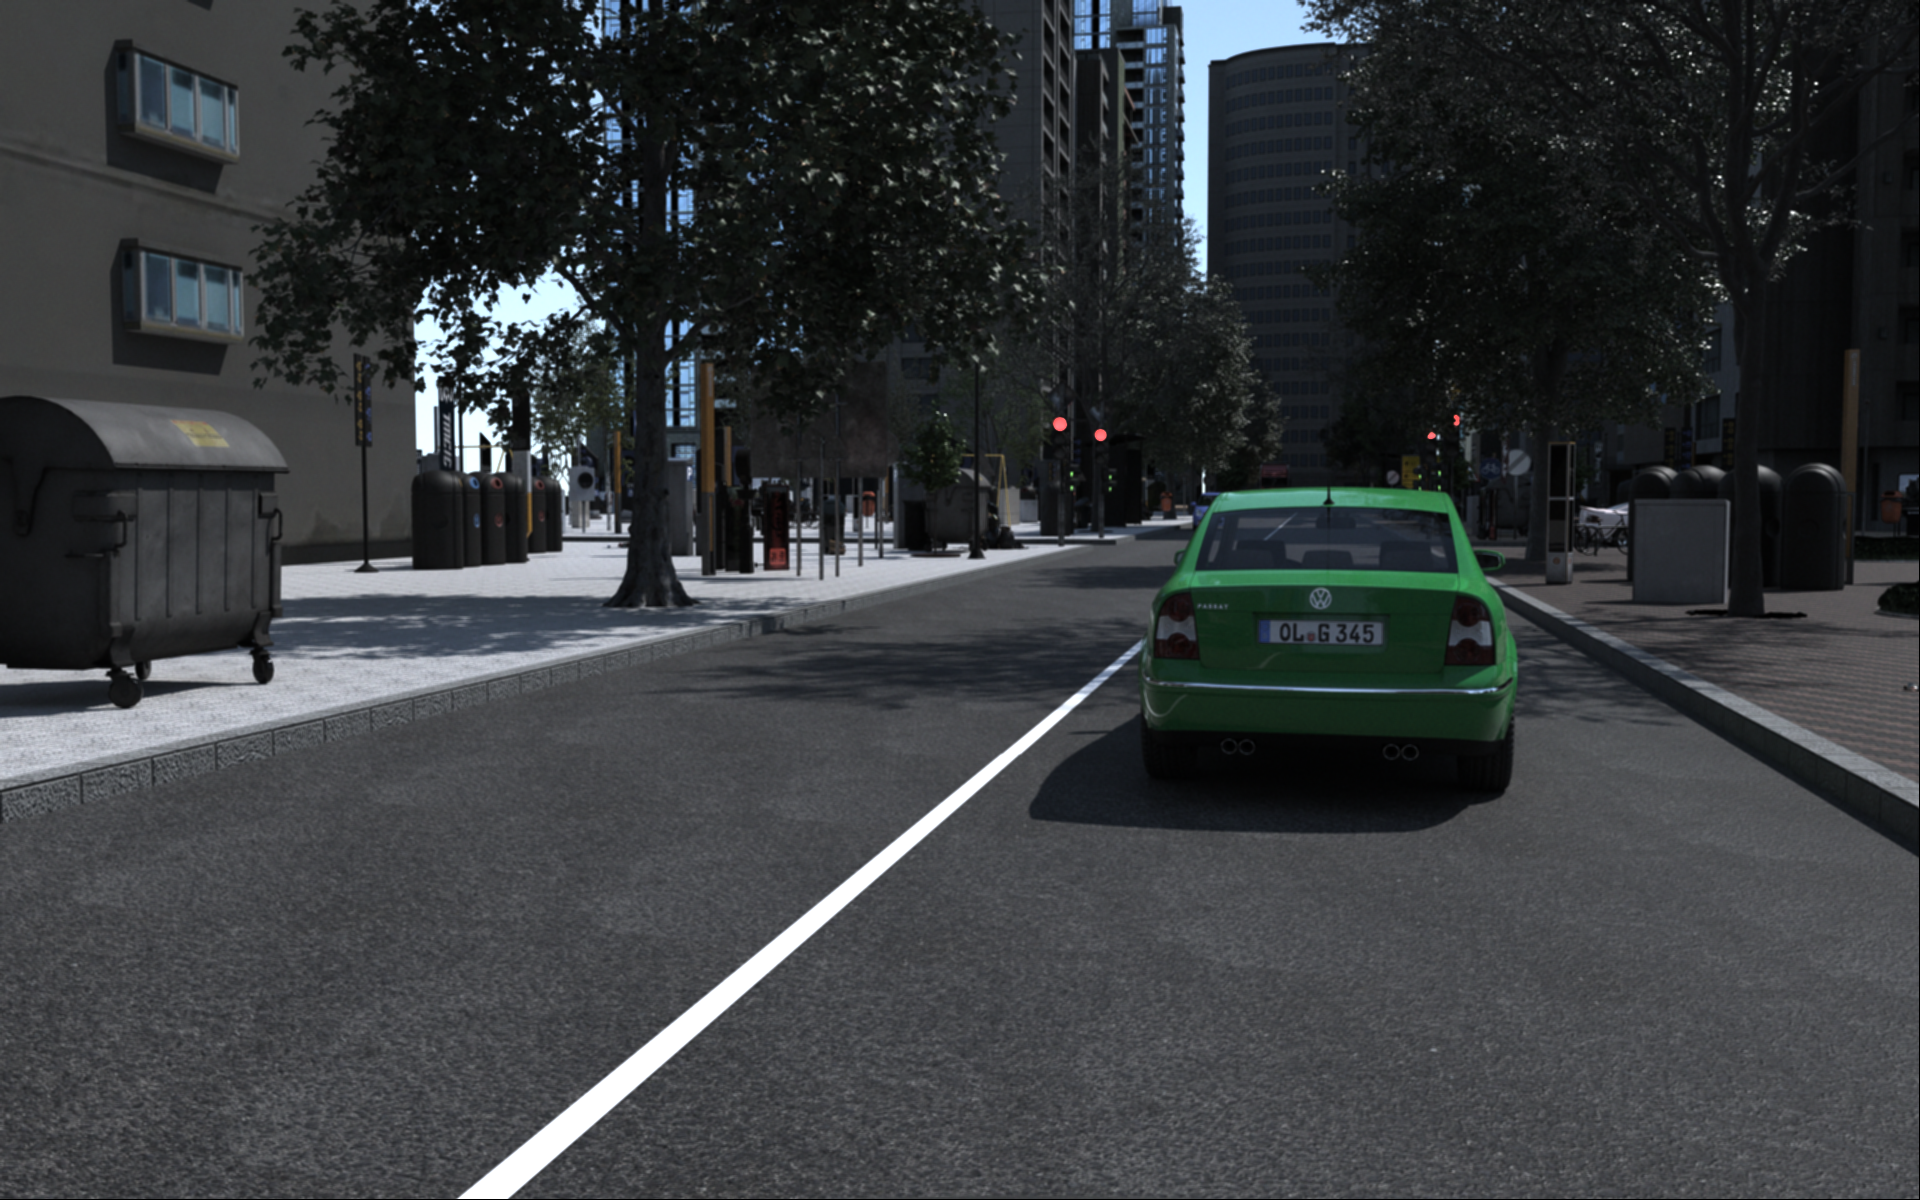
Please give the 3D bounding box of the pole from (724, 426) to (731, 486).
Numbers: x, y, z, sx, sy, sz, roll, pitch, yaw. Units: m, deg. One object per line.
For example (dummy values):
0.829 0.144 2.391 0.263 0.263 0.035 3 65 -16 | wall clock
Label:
-7.001 -3.572 52.240 0.158 3.312 0.155 0 3 0 | pole

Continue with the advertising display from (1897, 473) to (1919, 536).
29.143 -2.916 52.891 0.123 1.923 0.974 -3 5 -39 | advertising display

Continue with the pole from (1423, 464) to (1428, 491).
15.142 -3.816 56.240 0.158 3.312 0.155 0 3 0 | pole

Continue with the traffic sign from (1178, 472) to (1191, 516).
12.897 -6.079 99.492 0.768 2.556 0.104 1 4 21 | traffic sign

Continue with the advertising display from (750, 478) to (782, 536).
-5.981 -2.951 53.465 0.974 1.923 0.123 -1 4 -17 | advertising display

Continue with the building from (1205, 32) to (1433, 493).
46.451 -41.763 224.830 28.212 58.520 21.231 1 4 12 | building

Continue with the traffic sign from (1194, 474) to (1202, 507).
15.262 -6.857 112.221 0.768 2.556 0.104 1 4 14 | traffic sign

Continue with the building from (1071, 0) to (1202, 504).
16.697 -56.125 230.322 31.000 86.520 22.319 1 4 12 | building

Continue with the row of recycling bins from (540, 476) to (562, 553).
-9.510 -1.842 37.223 1.069 1.692 3.534 0 4 7 | row of recycling bins

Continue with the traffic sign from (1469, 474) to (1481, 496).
22.630 -4.700 76.849 0.884 2.594 0.081 1 4 13 | traffic sign

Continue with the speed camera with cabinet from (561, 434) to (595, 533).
-12.995 -3.812 56.655 2.038 3.252 0.660 -3 5 -40 | speed camera with cabinet

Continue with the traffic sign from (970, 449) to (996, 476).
0.606 -3.073 50.242 0.884 2.594 0.081 1 4 13 | traffic sign

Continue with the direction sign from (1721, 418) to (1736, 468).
23.156 -3.646 51.603 0.876 3.537 0.379 2 4 30 | direction sign

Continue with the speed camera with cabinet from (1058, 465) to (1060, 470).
6.289 -7.536 117.551 0.660 3.252 2.038 -1 4 -19 | speed camera with cabinet

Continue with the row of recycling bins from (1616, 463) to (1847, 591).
10.900 -1.065 24.518 1.069 1.692 3.534 -2 4 -24 | row of recycling bins

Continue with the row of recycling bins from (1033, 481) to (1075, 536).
3.031 -2.879 54.191 1.069 1.692 3.534 0 4 6 | row of recycling bins

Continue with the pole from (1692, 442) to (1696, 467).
28.840 -4.549 68.214 0.158 3.312 0.155 0 3 0 | pole

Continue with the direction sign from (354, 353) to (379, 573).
-9.753 -2.224 28.356 0.379 3.537 0.876 0 4 -4 | direction sign

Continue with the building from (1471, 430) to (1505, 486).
62.000 -52.068 163.977 22.319 86.520 31.000 1 4 12 | building

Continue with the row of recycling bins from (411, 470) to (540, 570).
-8.771 -1.458 30.949 1.069 1.692 3.534 1 4 9 | row of recycling bins

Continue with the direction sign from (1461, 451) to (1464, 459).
26.506 -6.137 92.334 0.379 3.537 0.876 -2 4 -31 | direction sign

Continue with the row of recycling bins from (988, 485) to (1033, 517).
2.768 -4.625 82.734 3.534 1.692 1.069 1 4 18 | row of recycling bins

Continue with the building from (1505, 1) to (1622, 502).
54.303 -36.345 136.245 21.231 58.520 28.212 1 4 12 | building

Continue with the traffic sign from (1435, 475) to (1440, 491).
22.341 -4.851 81.442 0.606 2.300 0.079 1 4 14 | traffic sign

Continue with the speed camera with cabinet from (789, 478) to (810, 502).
-9.154 -6.111 94.248 2.038 3.252 0.660 1 4 15 | speed camera with cabinet

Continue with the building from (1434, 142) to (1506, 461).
75.392 -36.735 220.227 30.456 49.044 23.786 1 4 12 | building

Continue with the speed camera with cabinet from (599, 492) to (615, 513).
-23.898 -7.357 114.624 2.038 3.252 0.660 1 4 17 | speed camera with cabinet

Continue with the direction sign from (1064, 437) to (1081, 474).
4.388 -4.698 68.811 0.876 3.537 0.379 1 4 18 | direction sign

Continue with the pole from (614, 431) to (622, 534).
-11.133 -3.820 56.308 0.158 3.312 0.155 0 3 0 | pole

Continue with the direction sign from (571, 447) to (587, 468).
-18.326 -5.586 83.330 0.876 3.537 0.379 2 4 24 | direction sign

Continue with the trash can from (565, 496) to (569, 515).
-23.813 -5.653 104.081 0.748 1.137 0.748 0 3 0 | trash can

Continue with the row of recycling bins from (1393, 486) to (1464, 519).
22.687 -4.702 83.991 3.534 1.692 1.069 0 4 -6 | row of recycling bins

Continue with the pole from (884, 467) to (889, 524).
-3.201 -4.992 75.464 0.158 3.312 0.155 0 3 0 | pole

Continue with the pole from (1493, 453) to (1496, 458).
26.231 -5.579 85.062 0.158 3.312 0.155 0 3 0 | pole

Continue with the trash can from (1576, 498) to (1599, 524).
21.300 -2.886 58.837 0.748 1.137 0.748 0 3 0 | trash can

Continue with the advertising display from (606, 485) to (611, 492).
-24.036 -6.919 118.338 0.123 1.923 0.974 -2 4 -24 | advertising display

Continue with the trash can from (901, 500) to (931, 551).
-0.961 -1.698 39.422 0.748 1.137 0.748 0 3 0 | trash can

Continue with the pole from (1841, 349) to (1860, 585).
12.589 -1.877 24.532 0.158 3.312 0.155 0 3 0 | pole

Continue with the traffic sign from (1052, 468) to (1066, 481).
4.177 -4.307 70.421 0.884 2.594 0.081 1 4 18 | traffic sign

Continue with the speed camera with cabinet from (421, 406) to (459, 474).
-11.058 -2.736 39.065 2.038 3.252 0.660 0 4 7 | speed camera with cabinet

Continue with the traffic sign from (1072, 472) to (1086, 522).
4.708 -4.313 70.528 0.884 2.594 0.081 1 4 21 | traffic sign

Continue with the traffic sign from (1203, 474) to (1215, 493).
15.994 -6.801 111.302 0.768 2.556 0.104 1 4 14 | traffic sign

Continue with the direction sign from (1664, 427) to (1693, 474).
24.408 -4.094 58.933 0.876 3.537 0.379 2 4 31 | direction sign

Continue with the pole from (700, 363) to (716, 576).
-3.948 -2.036 27.129 0.158 3.312 0.155 0 3 0 | pole

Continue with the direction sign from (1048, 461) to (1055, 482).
6.392 -7.866 120.602 0.379 3.537 0.876 2 4 34 | direction sign

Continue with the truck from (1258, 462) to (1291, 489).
27.841 -10.071 153.574 2.839 4.237 11.283 1 4 10 | truck
